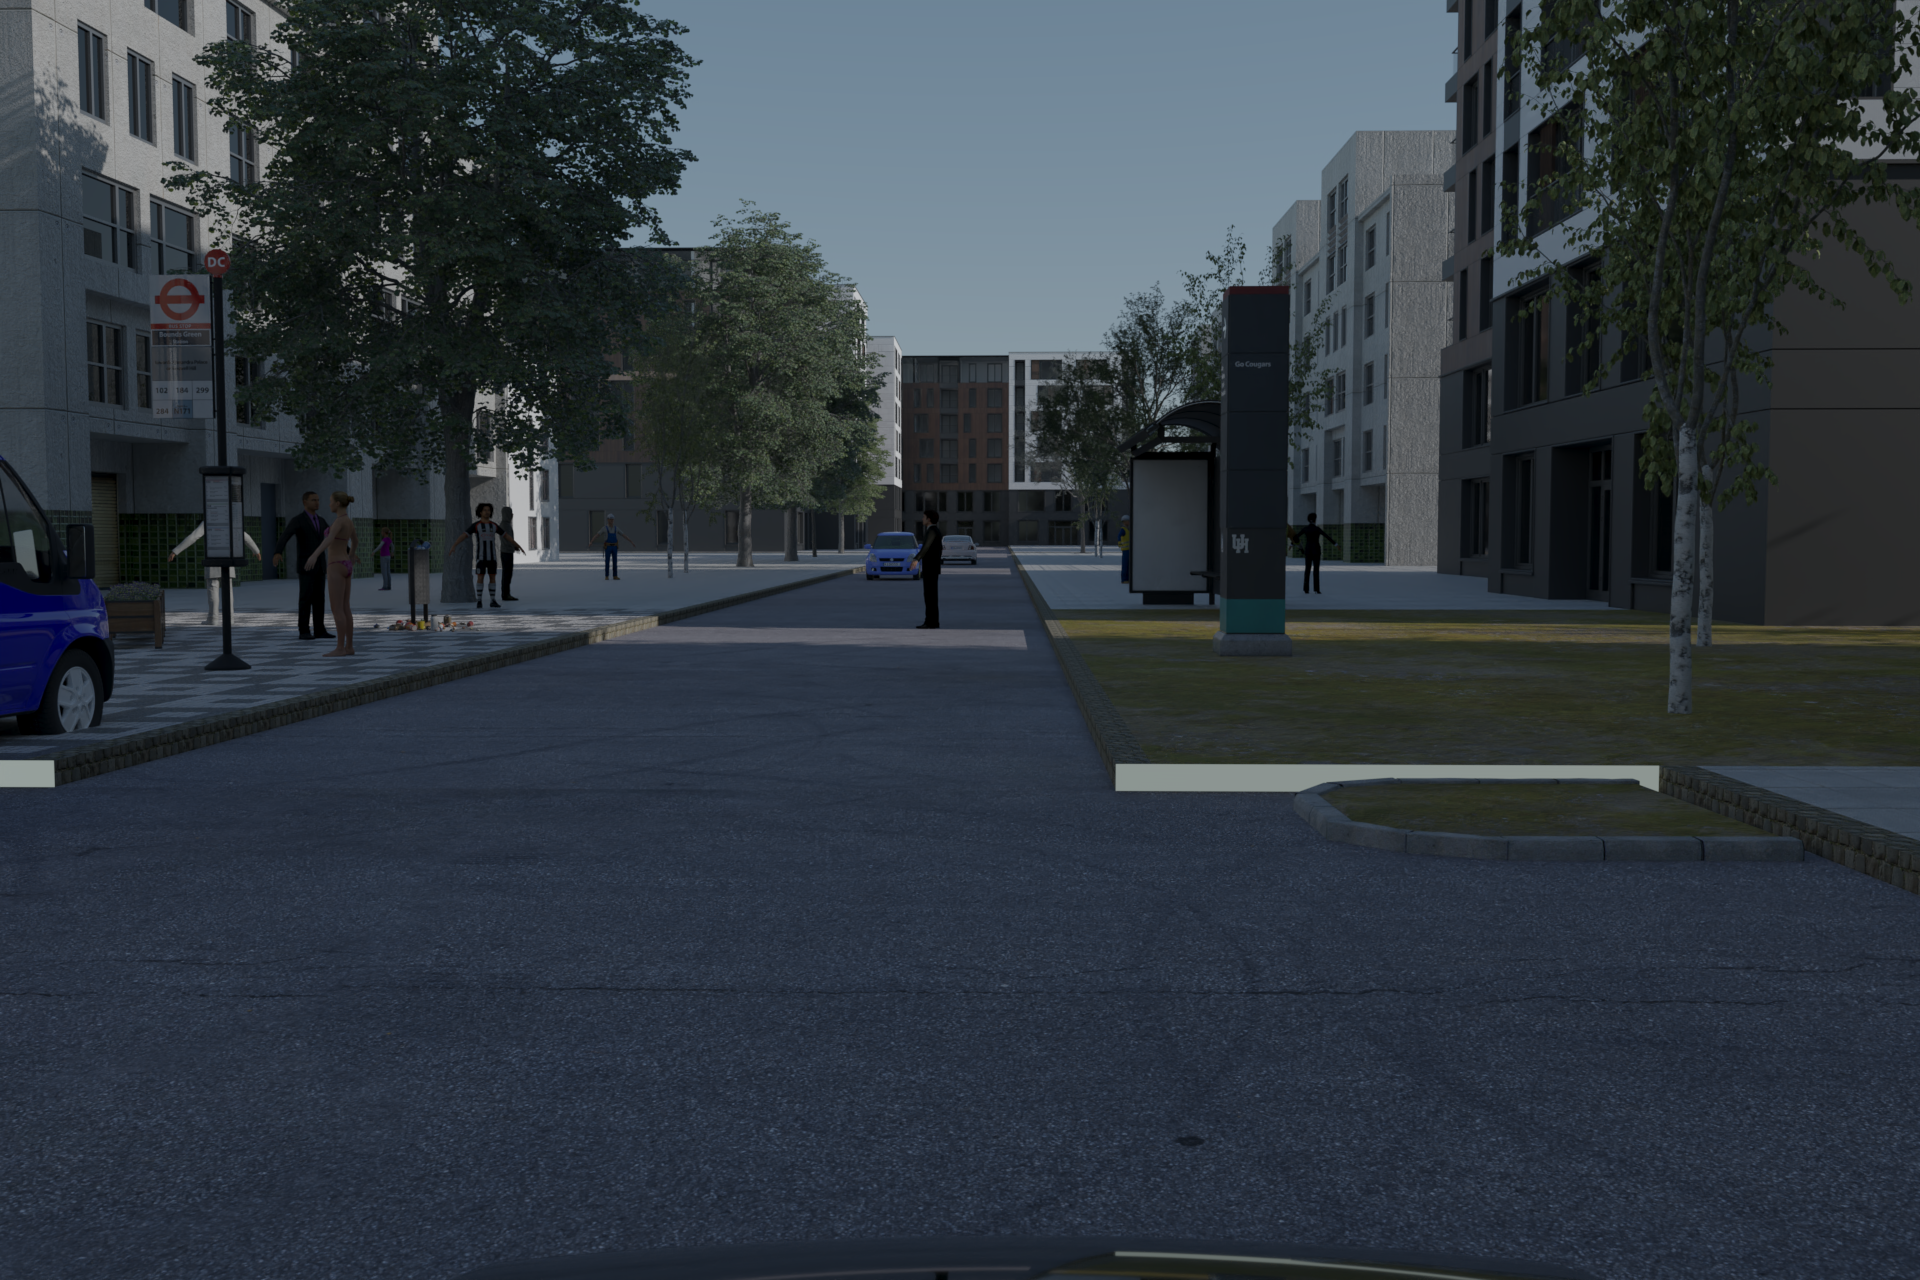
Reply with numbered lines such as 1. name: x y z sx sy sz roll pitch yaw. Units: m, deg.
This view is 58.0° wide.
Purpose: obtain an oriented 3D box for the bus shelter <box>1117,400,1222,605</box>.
1. bus shelter: 3.817 -2.138 28.876 2.014 3.302 5.546 0 4 1

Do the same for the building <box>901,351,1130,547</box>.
1. building: 3.803 -22.045 206.869 32.646 21.610 27.936 0 4 2

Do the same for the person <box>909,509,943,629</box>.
1. person: -0.469 -1.077 26.256 0.705 1.806 1.347 1 4 15

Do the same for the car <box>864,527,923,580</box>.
1. car: -2.034 -2.769 54.865 1.945 1.707 3.694 0 4 2

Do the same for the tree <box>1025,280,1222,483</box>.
1. tree: 6.631 -7.951 64.407 8.767 10.594 7.601 -1 4 -11

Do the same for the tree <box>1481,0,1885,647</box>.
1. tree: 8.286 -4.228 19.483 4.737 8.622 4.395 0 3 0

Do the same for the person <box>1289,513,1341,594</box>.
1. person: 7.620 -1.869 37.281 1.216 1.740 0.721 3 4 38

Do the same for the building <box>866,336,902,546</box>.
1. building: -20.726 -20.354 176.762 27.936 21.610 32.646 0 4 1

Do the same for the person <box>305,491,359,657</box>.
1. person: -6.598 -0.699 18.226 0.721 1.733 1.217 0 4 1

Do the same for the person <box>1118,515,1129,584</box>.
1. person: 4.388 -2.350 44.879 0.721 1.772 1.216 2 4 32

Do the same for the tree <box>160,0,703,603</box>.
1. tree: -9.537 -7.675 32.139 9.857 13.997 8.962 0 3 0

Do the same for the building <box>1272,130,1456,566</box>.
1. building: 25.936 -13.335 84.490 16.747 18.905 31.486 0 4 2

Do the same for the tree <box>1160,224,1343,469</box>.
1. tree: 7.005 -5.618 42.218 4.737 8.622 4.395 0 3 0

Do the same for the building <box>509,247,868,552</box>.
1. building: -22.647 -18.108 140.047 27.936 21.610 32.646 0 4 2

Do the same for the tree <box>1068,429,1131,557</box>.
1. tree: 7.556 -9.001 97.530 4.360 8.622 3.978 0 3 0

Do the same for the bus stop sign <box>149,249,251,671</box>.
1. bus stop sign: -7.167 -1.689 16.320 0.855 3.939 0.416 0 4 2

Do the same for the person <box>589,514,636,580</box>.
1. person: -9.774 -2.611 48.548 1.347 1.847 0.705 -2 4 -29

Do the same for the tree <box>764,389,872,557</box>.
1. tree: -8.368 -9.871 95.804 7.601 10.594 8.767 -3 4 -36

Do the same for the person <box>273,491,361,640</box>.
1. person: -7.891 -0.912 21.141 0.704 1.802 1.346 2 4 26

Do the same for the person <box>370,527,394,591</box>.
1. person: -13.143 -1.847 39.457 0.599 1.433 0.991 1 4 9

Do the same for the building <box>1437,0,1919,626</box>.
1. building: 25.597 -11.948 39.332 27.936 21.610 32.646 0 4 2

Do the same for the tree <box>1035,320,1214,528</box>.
1. tree: 7.269 -8.569 74.519 8.767 10.594 7.601 1 4 10

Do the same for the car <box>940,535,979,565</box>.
1. car: -0.133 -4.260 82.011 2.083 1.381 4.827 0 4 0

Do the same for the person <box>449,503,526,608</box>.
1. person: -8.236 -1.467 30.127 1.345 1.843 0.704 -2 4 -32

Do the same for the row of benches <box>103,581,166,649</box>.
1. row of benches: -10.030 -0.343 21.066 1.422 0.672 4.104 -2 4 -24

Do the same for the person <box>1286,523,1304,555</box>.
1. person: 5.782 -1.596 31.858 1.354 1.858 0.705 -1 4 -21

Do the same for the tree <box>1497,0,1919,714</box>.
1. tree: 5.403 -3.781 12.188 4.737 8.622 4.395 0 3 0

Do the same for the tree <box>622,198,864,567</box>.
1. tree: -8.443 -9.857 67.814 9.857 13.997 8.962 0 3 0

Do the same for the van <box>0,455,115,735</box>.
1. van: -6.721 -0.316 9.554 2.240 2.365 5.245 0 4 1

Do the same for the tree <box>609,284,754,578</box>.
1. tree: -8.540 -6.084 49.842 4.360 8.622 3.978 0 3 0

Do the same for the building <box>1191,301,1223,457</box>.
1. building: 28.449 -16.649 138.661 16.747 18.905 31.486 0 4 2

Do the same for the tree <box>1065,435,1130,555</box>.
1. tree: 8.283 -9.425 104.459 4.360 8.622 3.978 0 3 0

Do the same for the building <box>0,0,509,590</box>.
1. building: -25.711 -11.172 49.125 16.747 18.905 31.486 0 4 1

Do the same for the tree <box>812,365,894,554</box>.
1. tree: -8.034 -11.917 112.970 7.486 12.596 7.792 0 3 0

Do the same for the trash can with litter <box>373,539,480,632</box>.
1. trash can with litter: -7.173 -0.775 23.724 1.678 1.210 2.233 0 4 2

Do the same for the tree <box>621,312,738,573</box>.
1. tree: -8.999 -6.543 57.335 4.360 8.622 3.978 0 3 0

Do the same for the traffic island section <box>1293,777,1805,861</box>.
1. traffic island section: 2.717 0.873 8.591 1.991 0.108 1.994 0 4 1

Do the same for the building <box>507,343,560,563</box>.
1. building: -23.686 -8.625 83.167 9.099 9.664 28.070 0 4 1

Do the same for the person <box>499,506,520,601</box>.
1. person: -8.699 -1.667 33.391 0.705 1.813 1.348 -2 4 -24

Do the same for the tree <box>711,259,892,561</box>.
1. tree: -8.030 -10.697 81.551 9.857 13.997 8.962 0 3 0

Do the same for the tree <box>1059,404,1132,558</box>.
1. tree: 7.606 -8.656 91.895 4.360 8.622 3.978 0 3 0

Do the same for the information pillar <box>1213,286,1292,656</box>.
1. information pillar: 3.122 -1.777 18.428 0.750 3.857 0.750 0 4 2

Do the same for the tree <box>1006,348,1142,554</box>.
1. tree: 8.058 -12.470 114.261 12.009 13.543 11.850 0 3 0

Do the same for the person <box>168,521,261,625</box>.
1. person: -10.496 -1.120 24.499 0.705 1.806 1.347 3 5 39
